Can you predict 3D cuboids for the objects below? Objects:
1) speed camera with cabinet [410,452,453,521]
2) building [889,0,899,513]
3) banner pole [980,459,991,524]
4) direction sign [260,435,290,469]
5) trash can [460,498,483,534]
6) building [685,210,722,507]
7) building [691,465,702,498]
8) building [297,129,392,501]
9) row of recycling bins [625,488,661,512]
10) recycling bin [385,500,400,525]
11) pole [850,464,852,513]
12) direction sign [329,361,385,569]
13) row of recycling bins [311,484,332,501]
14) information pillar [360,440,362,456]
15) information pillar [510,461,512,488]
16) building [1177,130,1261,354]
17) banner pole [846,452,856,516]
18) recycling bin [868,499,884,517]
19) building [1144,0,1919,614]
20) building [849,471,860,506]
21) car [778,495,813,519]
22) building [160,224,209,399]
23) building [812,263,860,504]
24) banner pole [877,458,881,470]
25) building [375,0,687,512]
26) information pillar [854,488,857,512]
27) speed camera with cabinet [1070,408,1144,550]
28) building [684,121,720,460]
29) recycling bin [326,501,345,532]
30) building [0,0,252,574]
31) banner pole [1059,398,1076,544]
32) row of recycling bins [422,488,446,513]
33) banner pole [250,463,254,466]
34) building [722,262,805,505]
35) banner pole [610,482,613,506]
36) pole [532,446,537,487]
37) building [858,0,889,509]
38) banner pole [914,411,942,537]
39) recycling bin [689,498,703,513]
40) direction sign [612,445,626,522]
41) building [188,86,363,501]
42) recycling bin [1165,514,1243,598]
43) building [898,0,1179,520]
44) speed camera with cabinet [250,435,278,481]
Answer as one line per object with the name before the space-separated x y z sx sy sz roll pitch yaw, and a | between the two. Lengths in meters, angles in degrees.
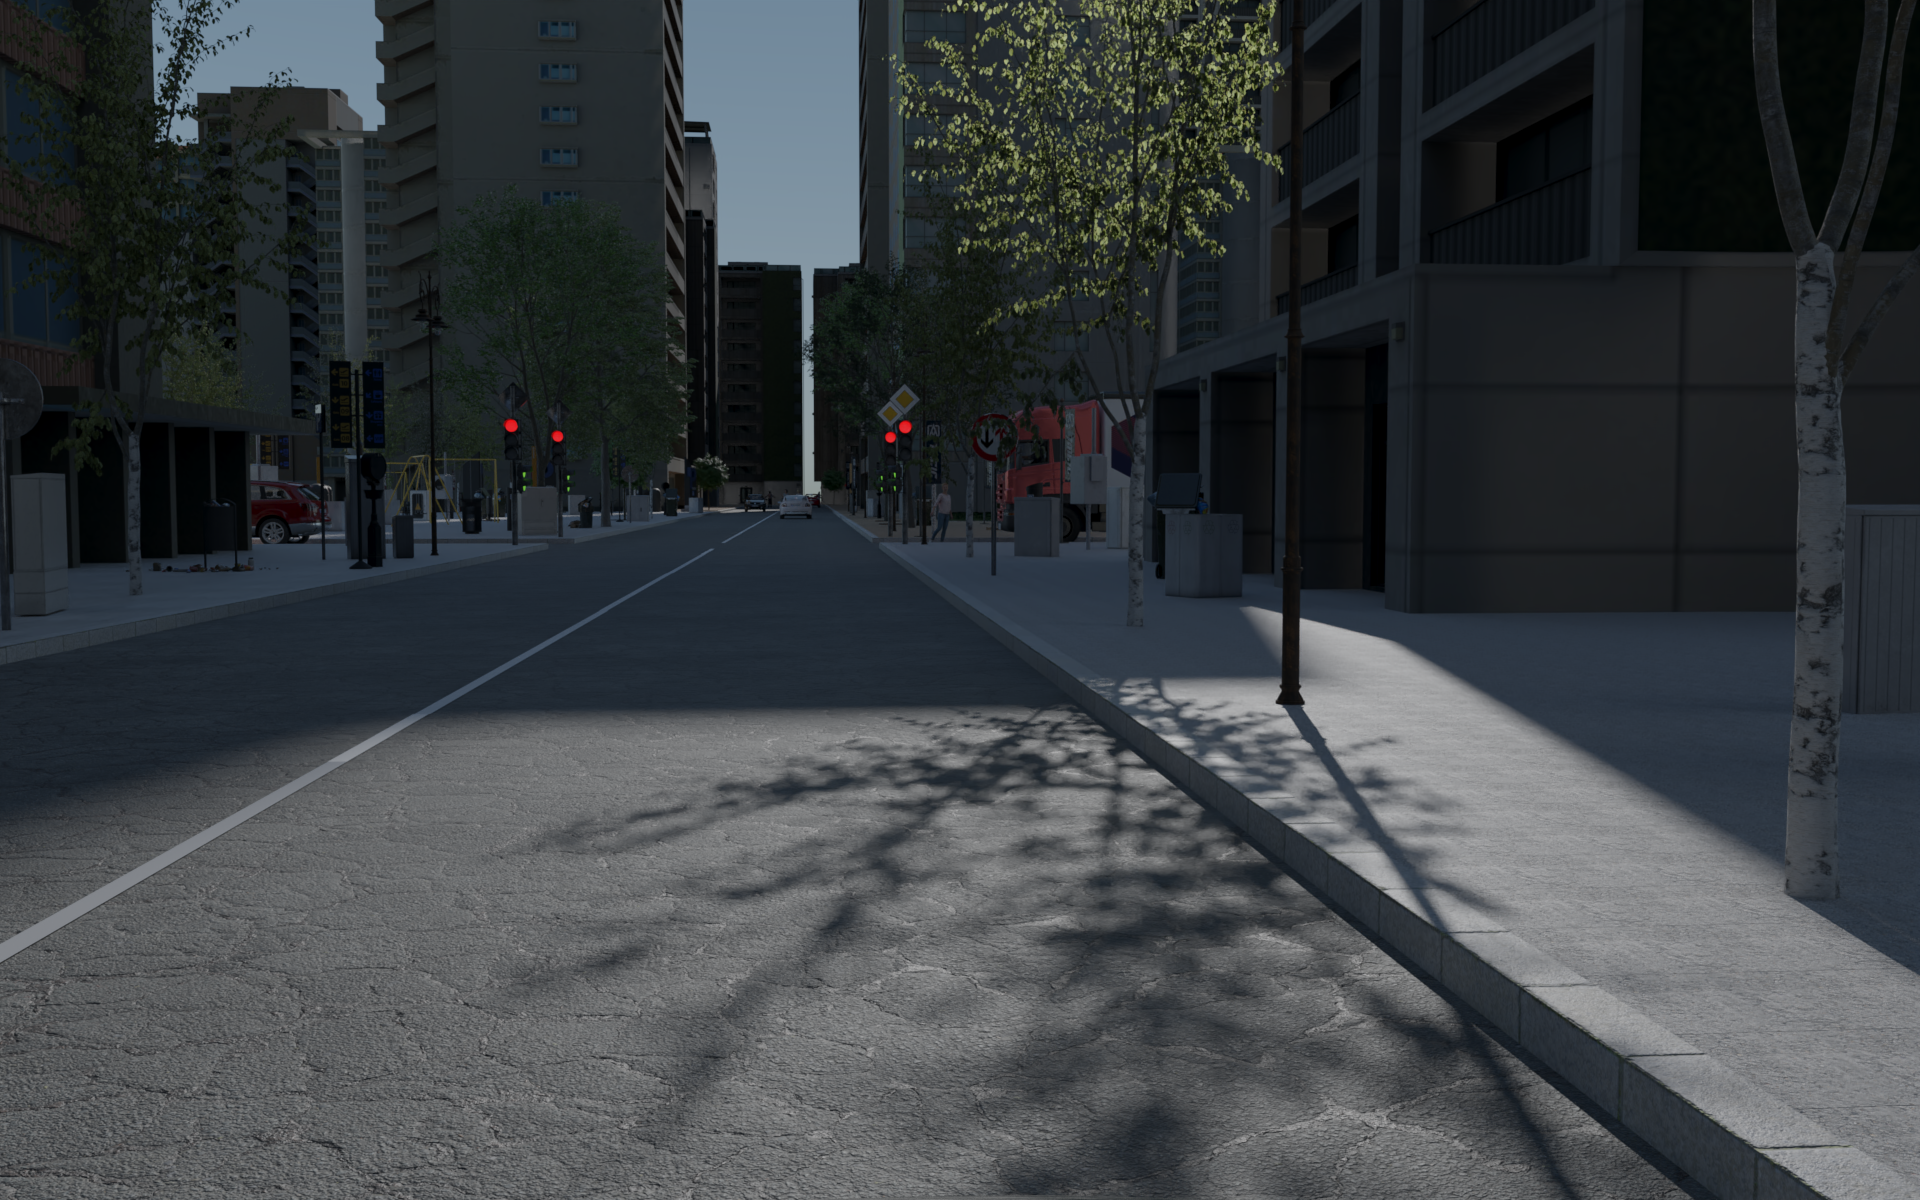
speed camera with cabinet | -24.956 -5.344 81.713 2.038 3.252 0.660 1 4 20
building | 2.503 -28.446 115.209 14.600 45.320 14.200 0 4 -5
banner pole | 1.202 -5.139 74.037 0.401 3.779 0.863 -3 5 -44
direction sign | -21.607 -3.834 54.685 0.876 3.537 0.379 0 4 -6
trash can | -15.698 -2.694 55.694 0.748 1.137 0.748 0 3 0
building | -31.784 -24.623 174.286 14.160 30.474 14.107 0 4 -5
building | -34.009 -43.866 155.458 20.563 71.187 20.611 0 4 -5
building | -52.398 -29.923 181.122 23.993 40.220 32.217 0 4 -5
row of recycling bins | -22.793 -7.155 124.098 3.534 1.692 1.069 3 4 37
recycling bin | -23.966 -3.673 72.603 0.722 1.027 0.722 1 4 15
pole | -7.265 -7.458 115.787 0.158 3.312 0.155 0 3 0
direction sign | -10.283 -2.301 29.615 0.876 3.537 0.379 -1 4 -19
row of recycling bins | -26.045 -3.863 70.279 1.069 1.692 3.534 -1 4 -17
information pillar | -23.283 -4.639 67.196 0.183 3.616 0.504 -2 4 -31
information pillar | -32.228 -8.131 124.304 0.183 3.616 0.504 -1 4 -21
building | 34.851 -30.365 188.344 23.993 40.220 32.217 0 4 -5
banner pole | -6.347 -6.929 103.298 0.401 3.779 0.863 -1 4 -20
recycling bin | -4.701 -5.150 96.749 0.722 1.027 0.722 -2 4 -28
building | 14.591 -35.691 21.797 20.563 71.187 20.611 0 4 -5
building | -1.824 -45.980 190.031 20.563 71.187 20.611 0 4 -5
car | -9.593 -5.424 101.039 2.083 1.381 4.827 0 4 -6
building | -87.430 -25.423 187.367 14.107 30.474 14.160 0 4 -5
building | -11.681 -27.395 219.613 14.107 30.474 14.160 0 4 -5
banner pole | -5.592 -7.945 119.917 0.401 3.779 0.863 1 4 23
building | -32.944 -31.278 135.096 21.300 48.544 21.600 0 4 -5
information pillar | -7.338 -7.128 121.029 0.304 2.012 0.304 0 4 5
speed camera with cabinet | 3.538 -2.817 40.389 2.038 3.252 0.660 -2 4 -34
building | -33.872 -31.076 191.692 14.086 41.232 14.154 0 4 -5
recycling bin | -21.591 -2.881 59.663 0.722 1.027 0.722 0 4 -8
building | -28.743 -22.884 28.776 28.867 44.769 22.147 0 4 -5
banner pole | 2.752 -3.351 44.810 0.401 3.779 0.863 -2 4 -29
row of recycling bins | -36.768 -6.980 121.239 1.069 1.692 3.534 0 4 0
banner pole | -50.631 -8.158 123.403 0.863 3.779 0.401 0 4 3
building | -26.753 -27.321 218.395 14.107 30.474 14.160 0 4 -5
banner pole | -24.920 -8.183 123.802 0.401 3.779 0.863 1 4 11
pole | -18.093 -4.882 73.669 0.158 3.312 0.155 0 3 0
building | 2.898 -31.499 138.713 21.300 48.544 21.600 0 4 -5
banner pole | -0.946 -3.781 51.833 0.863 3.779 0.401 0 4 -6
recycling bin | -17.803 -6.378 116.827 0.722 1.027 0.722 1 4 20
direction sign | -15.625 -5.348 79.441 0.876 3.537 0.379 3 4 38
building | -73.273 -32.867 187.491 14.200 45.320 14.600 0 4 -5
recycling bin | 3.057 -0.561 21.720 0.722 1.027 0.722 -2 4 -27
building | 3.615 -25.055 93.245 14.154 41.232 14.086 0 4 -5
speed camera with cabinet | -20.947 -3.599 53.187 2.038 3.252 0.660 2 4 34
